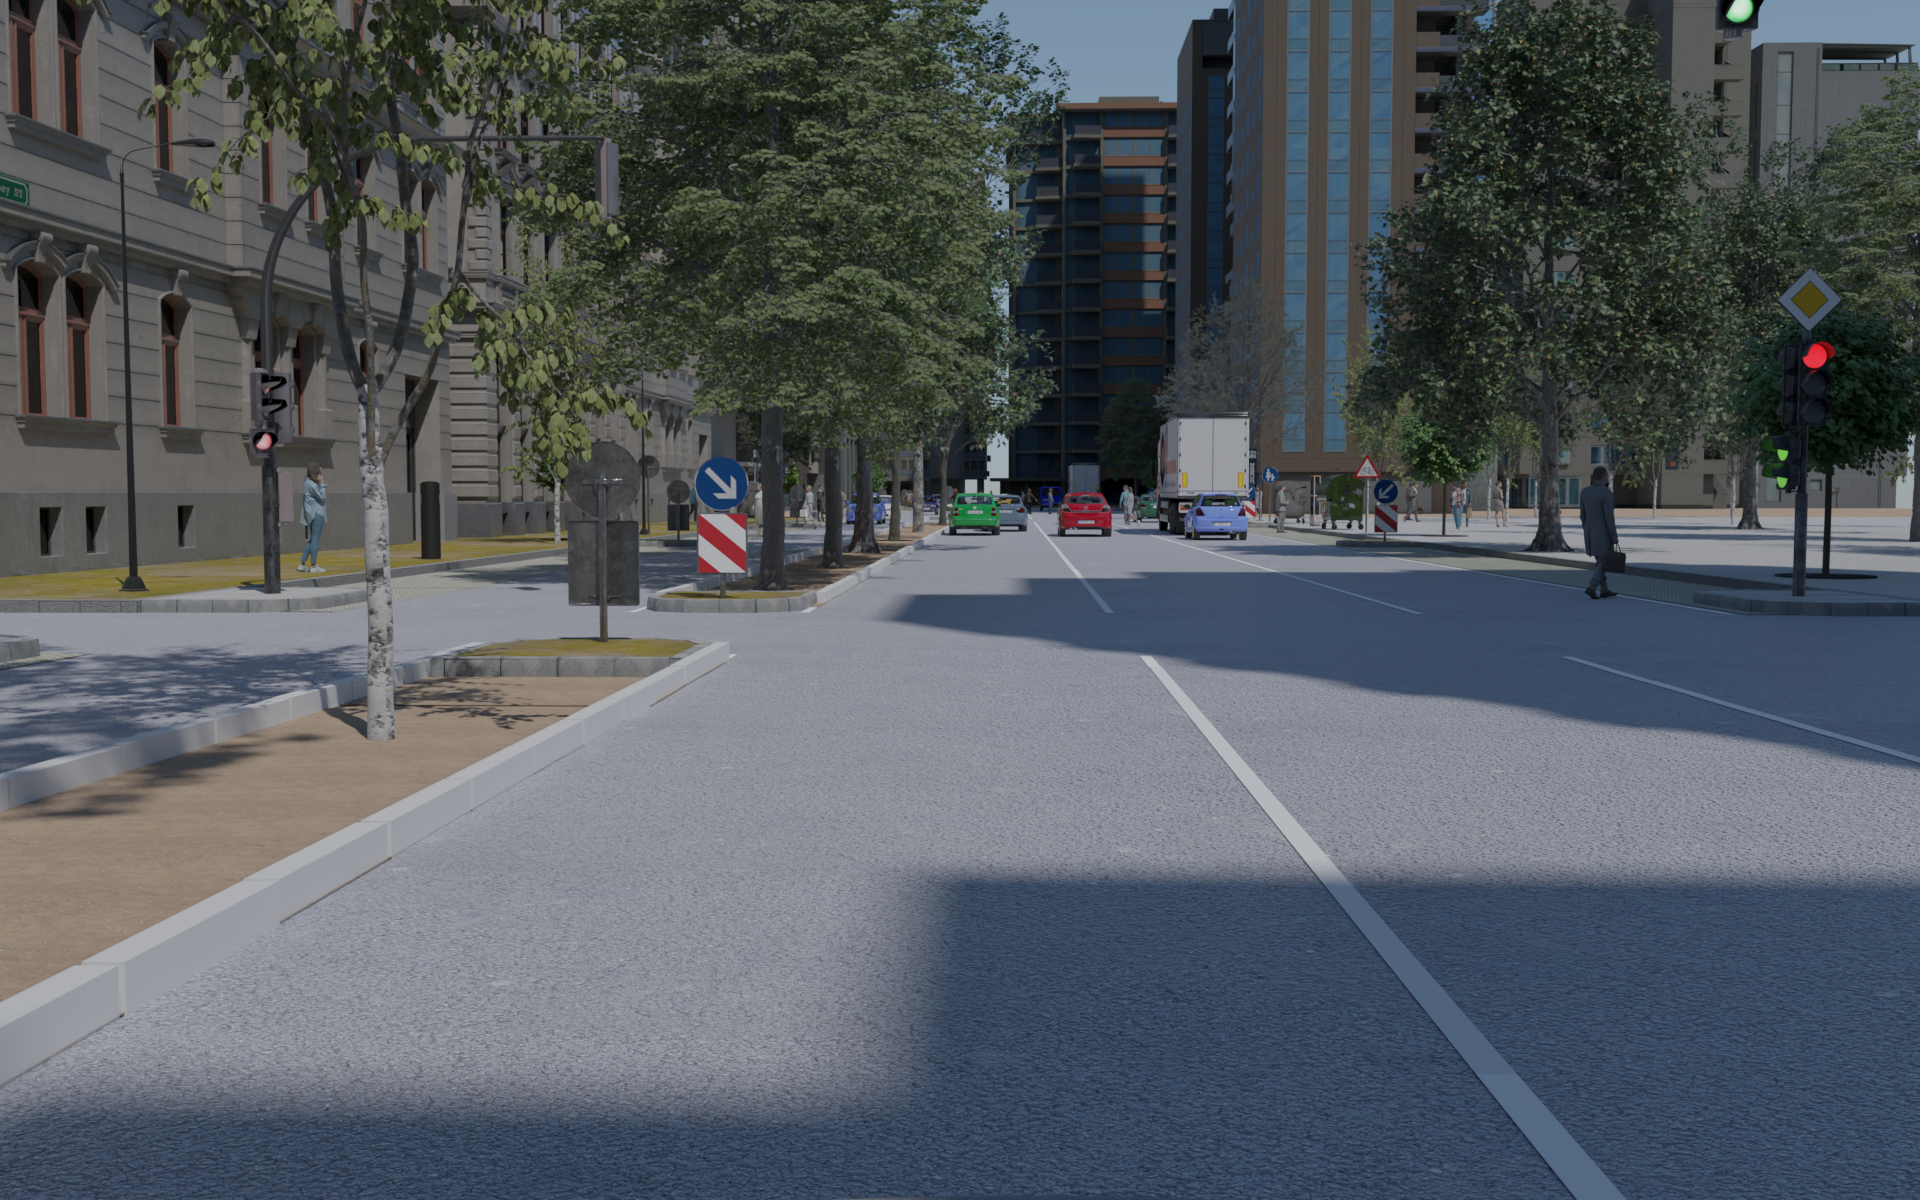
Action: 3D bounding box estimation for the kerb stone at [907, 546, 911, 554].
[{"bbox_3d":[-1.303,-1.126,40.610,0.120,0.150,1.000,0,4,2],"label":"kerb stone"}]

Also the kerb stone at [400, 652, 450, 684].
[{"bbox_3d":[-4.193,0.541,13.464,0.120,0.150,1.000,0,4,2],"label":"kerb stone"}]

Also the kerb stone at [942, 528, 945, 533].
[{"bbox_3d":[-0.705,-2.379,61.091,0.120,0.150,1.000,0,4,2],"label":"kerb stone"}]

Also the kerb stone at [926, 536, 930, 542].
[{"bbox_3d":[-1.032,-1.683,49.828,0.120,0.150,1.000,0,4,2],"label":"kerb stone"}]

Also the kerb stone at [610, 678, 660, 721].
[{"bbox_3d":[-2.155,0.660,11.400,0.120,0.150,1.000,0,4,2],"label":"kerb stone"}]

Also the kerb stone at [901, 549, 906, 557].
[{"bbox_3d":[-1.360,-0.999,38.561,0.120,0.150,1.000,0,4,2],"label":"kerb stone"}]

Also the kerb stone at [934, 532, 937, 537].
[{"bbox_3d":[-0.878,-2.001,54.946,0.120,0.150,1.000,0,4,2],"label":"kerb stone"}]

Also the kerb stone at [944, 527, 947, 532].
[{"bbox_3d":[-0.637,-2.504,63.138,0.120,0.150,1.000,0,4,2],"label":"kerb stone"}]

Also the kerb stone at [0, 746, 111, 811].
[{"bbox_3d":[-4.348,0.852,8.347,0.120,0.150,1.000,0,4,2],"label":"kerb stone"}]

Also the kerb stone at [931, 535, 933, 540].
[{"bbox_3d":[-0.967,-1.813,51.880,0.120,0.150,1.000,0,4,2],"label":"kerb stone"}]

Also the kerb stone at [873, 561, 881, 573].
[{"bbox_3d":[-1.566,-0.562,31.378,0.120,0.150,1.000,0,4,2],"label":"kerb stone"}]

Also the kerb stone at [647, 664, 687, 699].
[{"bbox_3d":[-2.132,0.604,12.432,0.120,0.150,1.000,0,4,2],"label":"kerb stone"}]

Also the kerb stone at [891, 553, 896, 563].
[{"bbox_3d":[-1.452,-0.813,35.491,0.120,0.150,1.000,0,4,2],"label":"kerb stone"}]

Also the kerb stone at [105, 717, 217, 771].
[{"bbox_3d":[-4.322,0.784,9.371,0.120,0.150,1.000,0,4,2],"label":"kerb stone"}]

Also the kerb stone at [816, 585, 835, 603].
[{"bbox_3d":[-1.812,-0.059,23.160,0.120,0.150,1.000,0,4,2],"label":"kerb stone"}]

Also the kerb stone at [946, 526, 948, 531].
[{"bbox_3d":[-0.614,-2.567,64.160,0.120,0.150,1.000,0,4,2],"label":"kerb stone"}]

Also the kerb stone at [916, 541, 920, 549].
[{"bbox_3d":[-1.181,-1.376,44.698,0.120,0.150,1.000,0,4,2],"label":"kerb stone"}]

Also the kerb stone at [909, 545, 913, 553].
[{"bbox_3d":[-1.281,-1.189,41.632,0.120,0.150,1.000,0,4,2],"label":"kerb stone"}]

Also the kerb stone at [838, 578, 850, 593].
[{"bbox_3d":[-1.750,-0.180,25.216,0.120,0.150,1.000,0,4,2],"label":"kerb stone"}]

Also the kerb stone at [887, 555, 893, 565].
[{"bbox_3d":[-1.483,-0.750,34.452,0.120,0.150,1.000,0,4,2],"label":"kerb stone"}]

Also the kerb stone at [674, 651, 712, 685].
[{"bbox_3d":[-2.097,0.534,13.460,0.120,0.150,1.000,0,4,2],"label":"kerb stone"}]

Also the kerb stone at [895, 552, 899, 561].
[{"bbox_3d":[-1.426,-0.871,36.518,0.120,0.150,1.000,0,4,2],"label":"kerb stone"}]

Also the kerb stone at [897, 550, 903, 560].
[{"bbox_3d":[-1.391,-0.933,37.539,0.120,0.150,1.000,0,4,2],"label":"kerb stone"}]

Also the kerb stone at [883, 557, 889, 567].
[{"bbox_3d":[-1.508,-0.687,33.431,0.120,0.150,1.000,0,4,2],"label":"kerb stone"}]

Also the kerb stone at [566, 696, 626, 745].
[{"bbox_3d":[-2.186,0.723,10.375,0.120,0.150,1.000,0,4,2],"label":"kerb stone"}]

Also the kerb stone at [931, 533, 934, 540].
[{"bbox_3d":[-0.947,-1.878,52.902,0.120,0.150,1.000,0,4,2],"label":"kerb stone"}]

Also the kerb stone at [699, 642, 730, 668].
[{"bbox_3d":[-2.068,0.472,14.486,0.120,0.150,1.000,0,4,2],"label":"kerb stone"}]

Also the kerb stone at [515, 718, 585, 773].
[{"bbox_3d":[-2.219,0.788,9.350,0.120,0.150,1.000,0,4,2],"label":"kerb stone"}]

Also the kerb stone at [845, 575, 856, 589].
[{"bbox_3d":[-1.722,-0.244,26.247,0.120,0.150,1.000,0,4,2],"label":"kerb stone"}]

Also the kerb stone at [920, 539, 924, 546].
[{"bbox_3d":[-1.118,-1.502,46.754,0.120,0.150,1.000,0,4,2],"label":"kerb stone"}]

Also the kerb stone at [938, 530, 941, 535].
[{"bbox_3d":[-0.791,-2.191,58.017,0.120,0.150,1.000,0,4,2],"label":"kerb stone"}]

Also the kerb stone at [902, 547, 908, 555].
[{"bbox_3d":[-1.331,-1.063,39.583,0.120,0.150,1.000,0,4,2],"label":"kerb stone"}]

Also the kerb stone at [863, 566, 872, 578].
[{"bbox_3d":[-1.634,-0.431,29.325,0.120,0.150,1.000,0,4,2],"label":"kerb stone"}]

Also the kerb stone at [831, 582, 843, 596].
[{"bbox_3d":[-1.785,-0.121,24.195,0.120,0.150,1.000,0,4,2],"label":"kerb stone"}]

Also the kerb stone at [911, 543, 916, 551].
[{"bbox_3d":[-1.238,-1.251,42.654,0.120,0.150,1.000,0,4,2],"label":"kerb stone"}]

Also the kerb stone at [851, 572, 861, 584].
[{"bbox_3d":[-1.698,-0.307,27.279,0.120,0.150,1.000,0,4,2],"label":"kerb stone"}]

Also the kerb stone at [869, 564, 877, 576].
[{"bbox_3d":[-1.603,-0.499,30.354,0.120,0.150,1.000,0,4,2],"label":"kerb stone"}]

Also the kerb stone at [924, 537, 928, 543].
[{"bbox_3d":[-1.067,-1.627,48.798,0.120,0.150,1.000,0,4,2],"label":"kerb stone"}]

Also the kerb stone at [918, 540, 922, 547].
[{"bbox_3d":[-1.145,-1.438,45.730,0.120,0.150,1.000,0,4,2],"label":"kerb stone"}]

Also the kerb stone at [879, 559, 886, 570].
[{"bbox_3d":[-1.537,-0.621,32.409,0.120,0.150,1.000,0,4,2],"label":"kerb stone"}]

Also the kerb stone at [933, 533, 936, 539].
[{"bbox_3d":[-0.910,-1.941,53.924,0.120,0.150,1.000,0,4,2],"label":"kerb stone"}]

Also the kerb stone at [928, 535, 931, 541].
[{"bbox_3d":[-1.004,-1.753,50.855,0.120,0.150,1.000,0,4,2],"label":"kerb stone"}]

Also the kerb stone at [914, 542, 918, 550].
[{"bbox_3d":[-1.218,-1.308,43.676,0.120,0.150,1.000,0,4,2],"label":"kerb stone"}]

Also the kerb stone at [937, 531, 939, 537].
[{"bbox_3d":[-0.853,-2.064,55.970,0.120,0.150,1.000,0,4,2],"label":"kerb stone"}]

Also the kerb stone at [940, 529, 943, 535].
[{"bbox_3d":[-0.753,-2.252,59.038,0.120,0.150,1.000,0,4,2],"label":"kerb stone"}]

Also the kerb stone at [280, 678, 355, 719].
[{"bbox_3d":[-4.257,0.659,11.414,0.120,0.150,1.000,0,4,2],"label":"kerb stone"}]

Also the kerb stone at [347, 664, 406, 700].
[{"bbox_3d":[-4.231,0.601,12.436,0.120,0.150,1.000,0,4,2],"label":"kerb stone"}]

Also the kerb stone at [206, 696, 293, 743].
[{"bbox_3d":[-4.288,0.725,10.392,0.120,0.150,1.000,0,4,2],"label":"kerb stone"}]

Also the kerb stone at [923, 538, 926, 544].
[{"bbox_3d":[-1.099,-1.565,47.776,0.120,0.150,1.000,0,4,2],"label":"kerb stone"}]

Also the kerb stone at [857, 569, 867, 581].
[{"bbox_3d":[-1.660,-0.372,28.302,0.120,0.150,1.000,0,4,2],"label":"kerb stone"}]
